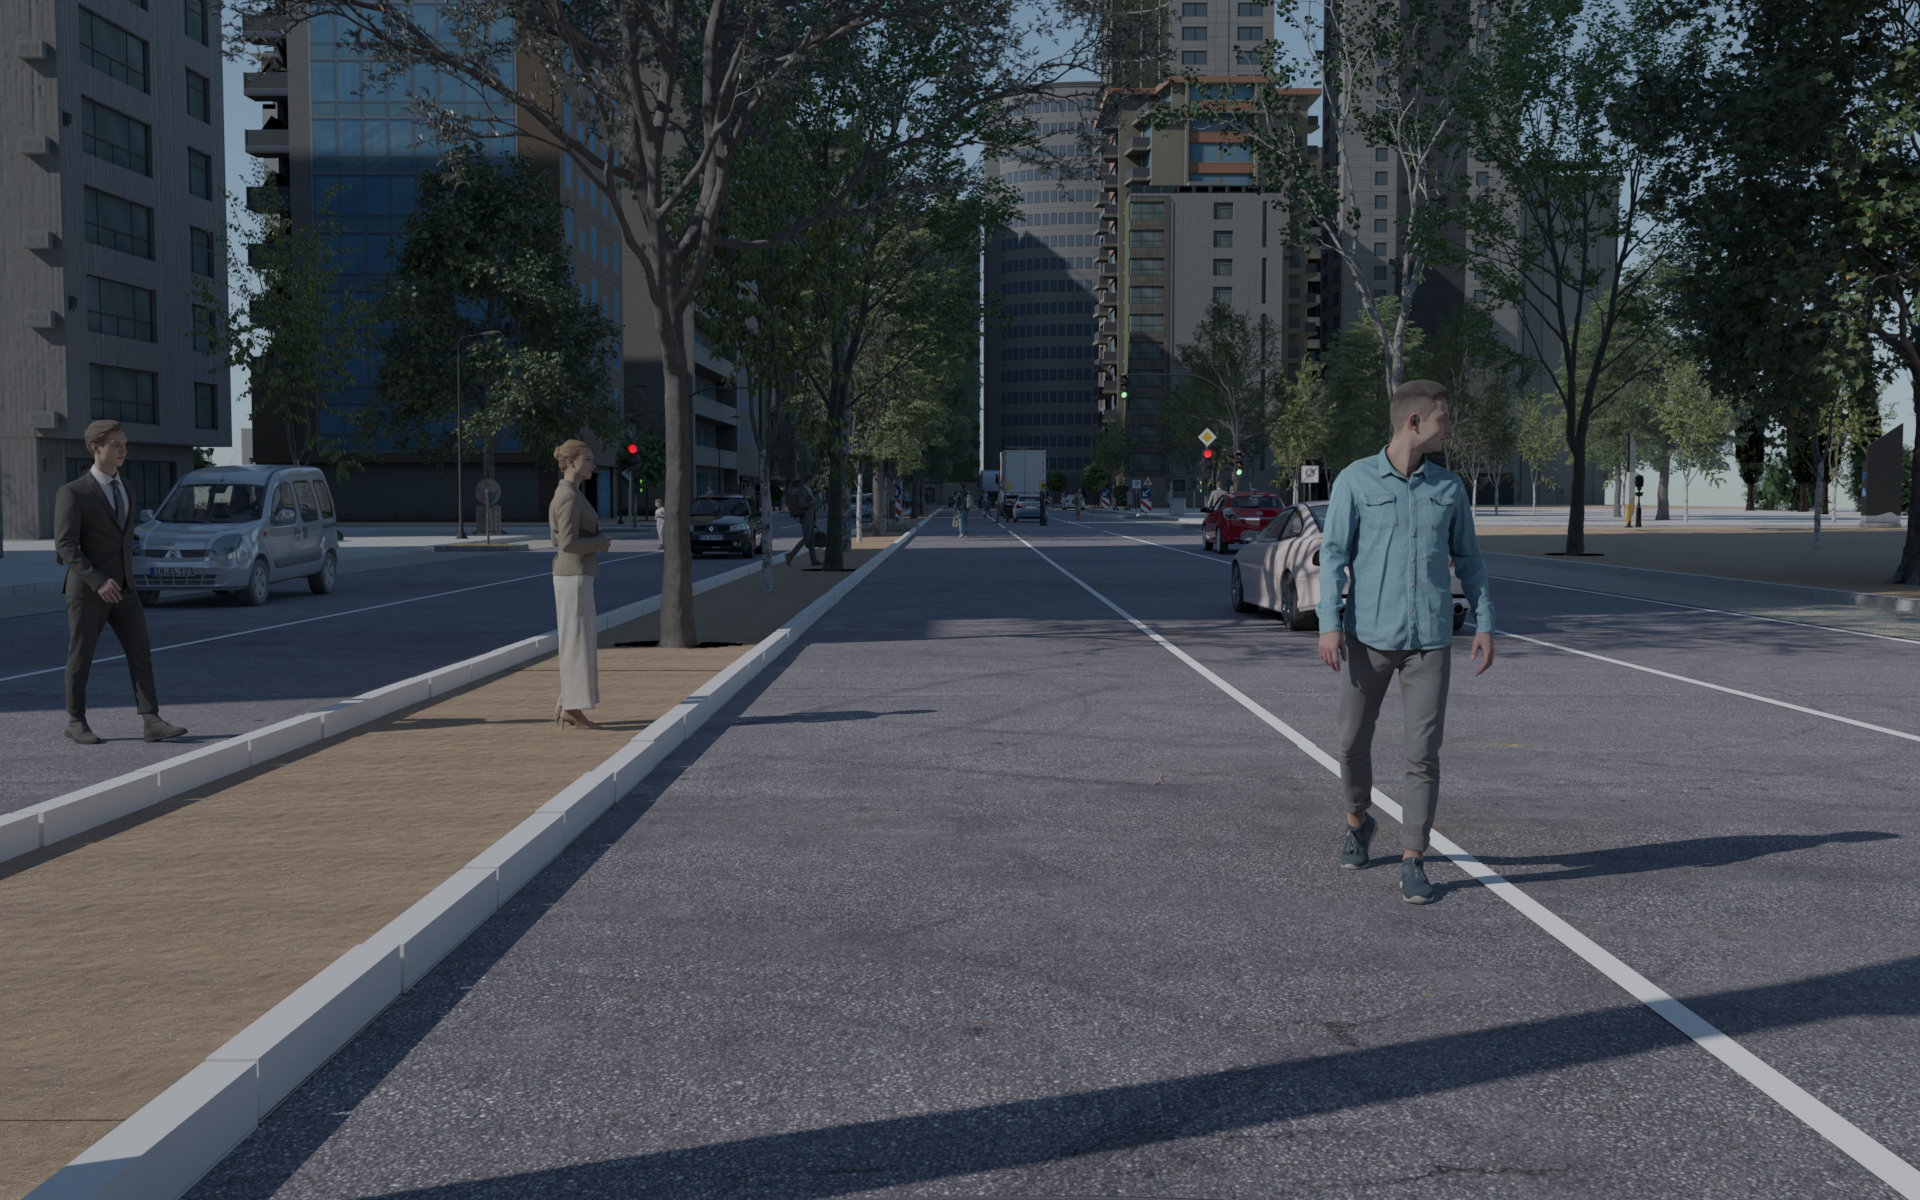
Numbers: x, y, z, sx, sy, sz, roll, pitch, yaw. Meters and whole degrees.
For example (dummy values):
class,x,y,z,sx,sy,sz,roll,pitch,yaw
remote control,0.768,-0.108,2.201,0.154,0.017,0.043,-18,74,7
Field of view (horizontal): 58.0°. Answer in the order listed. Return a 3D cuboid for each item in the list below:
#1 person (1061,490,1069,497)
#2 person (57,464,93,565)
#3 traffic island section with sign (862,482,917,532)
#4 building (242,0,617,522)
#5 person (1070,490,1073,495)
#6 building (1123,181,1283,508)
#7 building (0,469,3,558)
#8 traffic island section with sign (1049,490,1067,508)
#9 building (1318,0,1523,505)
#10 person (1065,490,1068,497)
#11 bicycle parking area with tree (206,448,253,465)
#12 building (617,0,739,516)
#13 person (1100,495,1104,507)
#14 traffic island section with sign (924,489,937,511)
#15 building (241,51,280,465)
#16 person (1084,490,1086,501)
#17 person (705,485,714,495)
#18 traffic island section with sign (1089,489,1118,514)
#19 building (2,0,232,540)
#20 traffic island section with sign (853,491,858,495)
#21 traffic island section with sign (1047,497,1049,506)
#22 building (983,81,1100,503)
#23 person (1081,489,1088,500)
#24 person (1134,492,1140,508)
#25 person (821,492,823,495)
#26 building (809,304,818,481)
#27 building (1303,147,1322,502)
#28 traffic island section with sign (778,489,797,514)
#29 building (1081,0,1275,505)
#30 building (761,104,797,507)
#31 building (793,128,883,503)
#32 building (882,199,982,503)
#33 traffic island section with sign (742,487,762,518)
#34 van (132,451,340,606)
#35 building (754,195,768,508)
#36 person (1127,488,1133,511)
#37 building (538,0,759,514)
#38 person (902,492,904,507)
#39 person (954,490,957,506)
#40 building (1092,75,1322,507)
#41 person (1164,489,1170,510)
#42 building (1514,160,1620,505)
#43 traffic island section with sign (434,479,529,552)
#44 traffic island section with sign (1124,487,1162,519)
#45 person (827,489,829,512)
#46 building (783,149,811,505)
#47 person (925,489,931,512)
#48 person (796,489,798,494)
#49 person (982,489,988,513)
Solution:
class,x,y,z,sx,sy,sz,roll,pitch,yaw
person,12.601,-12.215,205.776,1.348,1.822,0.705,-2,4,-31
person,-15.969,-1.560,31.516,0.822,1.834,0.622,0,4,1
traffic island section with sign,-2.779,-3.532,65.883,2.006,1.907,1.989,0,3,0
building,-24.690,-26.514,83.610,14.600,45.320,14.200,0,3,0
person,12.142,-11.135,188.644,0.434,1.755,0.990,0,4,7
building,22.408,-24.011,164.280,14.160,30.474,14.107,0,3,0
building,-28.258,-43.047,16.493,22.319,86.520,31.000,0,3,0
traffic island section with sign,10.368,-10.218,175.684,1.989,1.847,2.006,0,3,0
building,54.455,-47.216,210.226,20.611,71.187,20.563,0,3,0
person,12.040,-11.628,197.074,0.541,1.710,0.530,0,4,7
bicycle parking area with tree,-47.331,-7.507,109.736,9.016,4.147,8.231,-1,4,-12
building,-26.084,-29.704,109.362,21.300,48.544,21.600,0,3,0
person,12.734,-9.012,154.057,0.621,1.740,0.551,0,4,-3
traffic island section with sign,-2.886,-8.581,148.428,2.006,1.907,1.989,0,3,0
building,-66.822,-37.775,206.855,27.495,52.752,28.713,0,3,0
person,13.811,-11.508,194.135,0.705,1.831,1.348,3,4,37
person,-14.504,-5.736,100.025,0.606,1.804,0.583,1,4,10
traffic island section with sign,10.443,-7.198,126.315,1.989,1.847,2.006,0,3,0
building,-31.757,-17.287,54.351,14.107,30.474,14.160,0,3,0
traffic island section with sign,-12.191,-11.915,203.438,1.989,1.847,2.006,0,3,0
traffic island section with sign,10.338,-11.866,202.639,1.989,1.847,2.006,0,3,0
building,17.518,-42.984,244.780,28.212,58.520,21.231,0,3,0
person,13.562,-11.294,190.335,0.705,1.869,1.348,3,5,44
person,15.757,-9.025,154.518,0.530,1.710,0.541,-1,4,-17
person,-15.998,-11.773,198.630,1.348,1.812,0.705,-2,4,-28
building,-24.800,-27.042,213.843,14.107,30.474,14.160,0,3,0
building,56.510,-37.980,244.670,21.600,48.544,21.300,0,3,0
traffic island section with sign,-12.087,-7.156,125.630,1.989,1.847,2.006,0,3,0
building,25.743,-47.176,209.575,20.563,71.187,20.611,0,3,0
building,-28.623,-32.008,177.948,22.147,44.769,28.867,0,3,0
building,-24.889,-40.352,248.992,27.495,52.752,28.713,0,3,0
building,-4.089,-34.175,242.361,14.086,41.232,14.154,0,3,0
traffic island section with sign,-12.050,-5.507,98.675,1.989,1.847,2.006,0,3,0
van,-9.819,-1.006,23.465,2.013,2.044,4.112,0,4,-1
building,-25.149,-23.505,156.006,14.160,30.474,14.107,0,3,0
person,12.867,-7.620,131.372,0.466,1.731,0.760,1,4,12
building,-23.553,-29.676,135.315,14.600,45.320,14.200,0,3,0
person,-6.041,-10.872,187.059,0.445,1.727,0.742,-3,4,-36
person,-0.562,-12.302,209.268,0.705,1.869,1.348,2,4,23
building,25.781,-32.476,185.606,22.147,44.769,28.867,0,3,0
person,16.926,-8.188,140.661,0.760,1.731,0.466,-2,4,-32
building,71.849,-32.478,214.601,14.086,41.232,14.154,0,3,0
traffic island section with sign,-11.986,-2.142,43.654,1.989,1.847,2.006,0,3,0
traffic island section with sign,10.468,-5.546,99.311,1.989,1.847,2.006,0,3,0
person,-10.494,-8.086,140.717,0.620,1.820,0.660,-3,5,-41
building,-24.844,-31.554,199.497,14.154,41.232,14.086,0,3,0
person,-2.655,-7.951,138.515,0.654,1.822,0.581,-3,4,-37
person,-14.591,-9.100,155.557,0.721,1.736,1.217,1,4,10
person,1.954,-7.674,134.232,0.793,1.790,0.793,1,4,8
